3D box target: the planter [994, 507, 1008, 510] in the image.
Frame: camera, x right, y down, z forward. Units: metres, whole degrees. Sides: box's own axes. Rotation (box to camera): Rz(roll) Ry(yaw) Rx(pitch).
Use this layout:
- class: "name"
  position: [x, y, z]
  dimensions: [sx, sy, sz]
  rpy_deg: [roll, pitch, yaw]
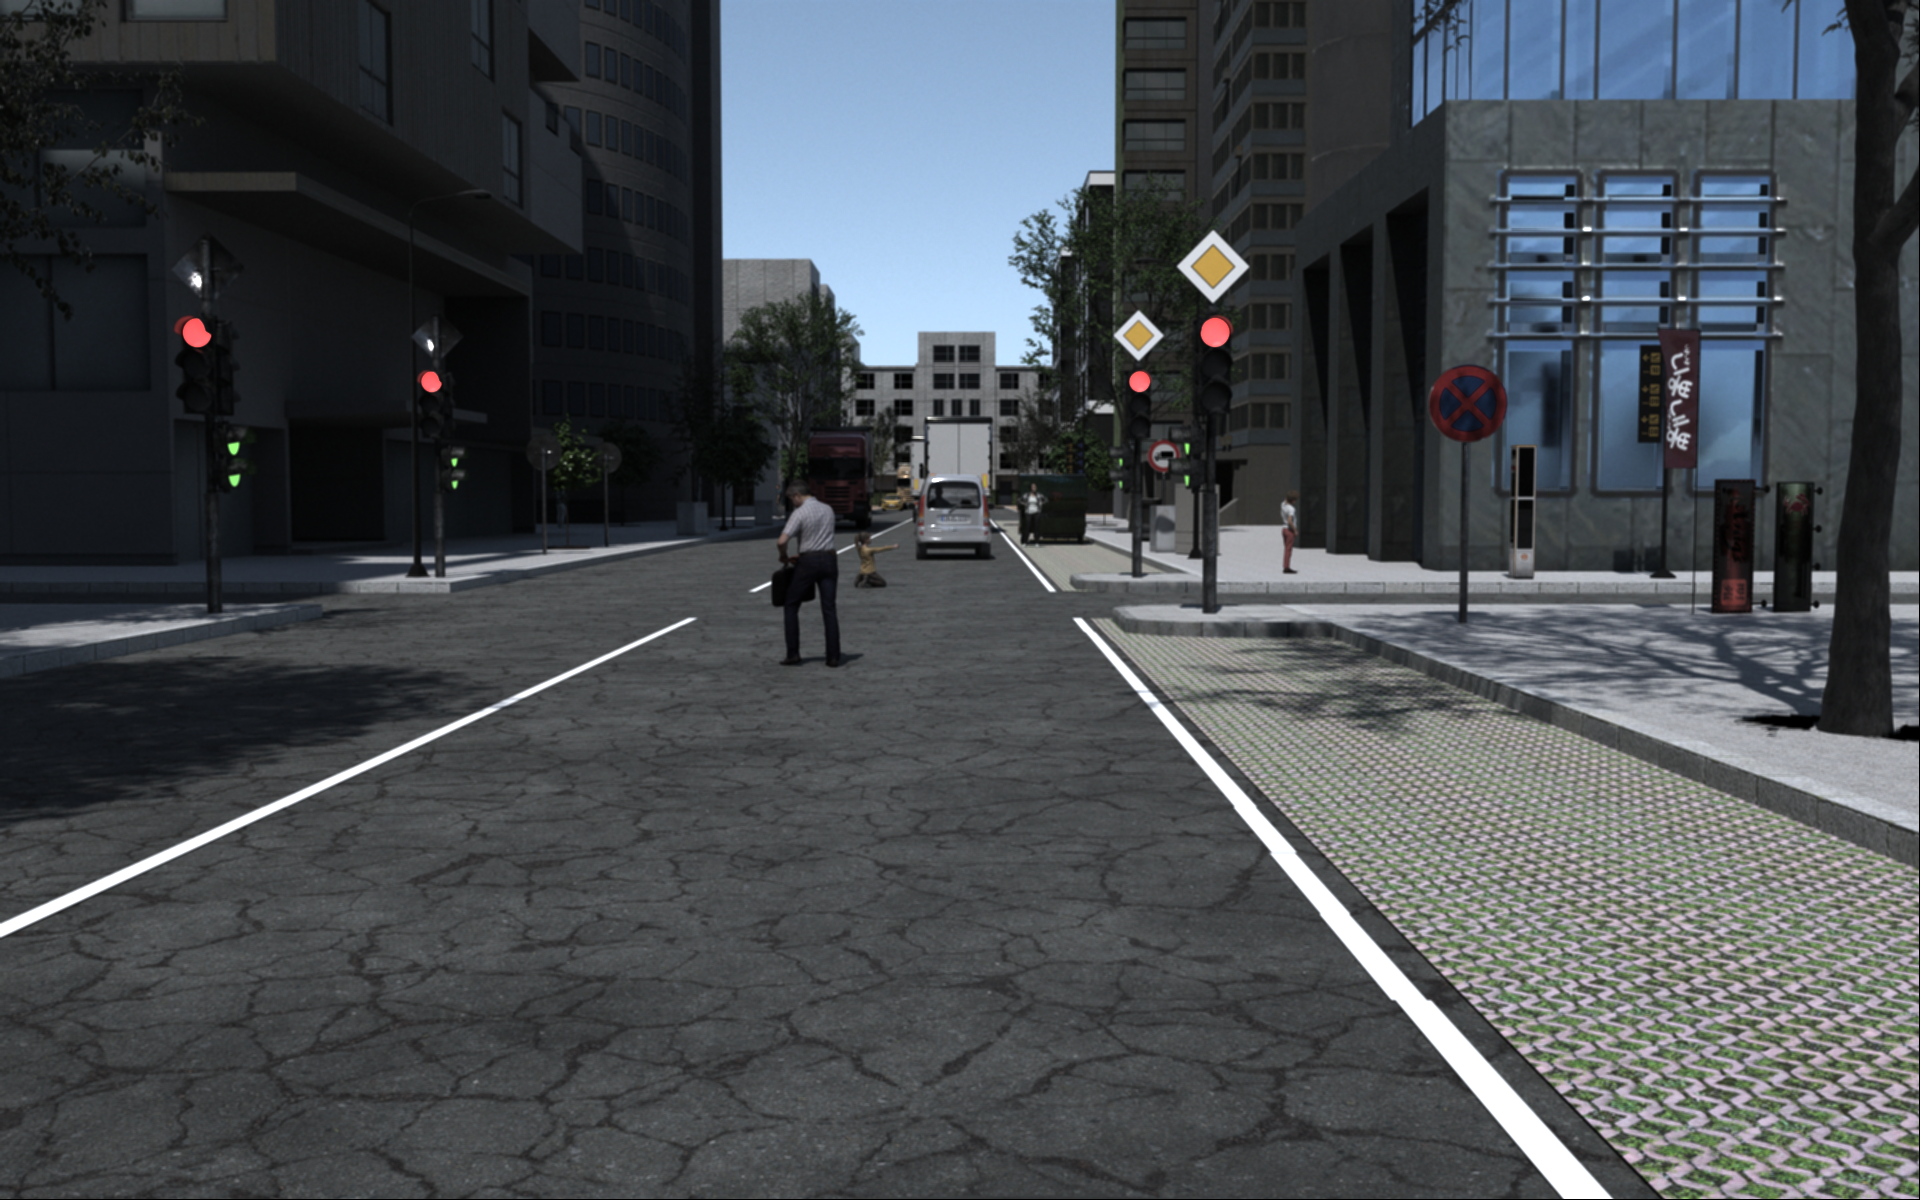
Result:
- class: "planter"
  position: [3.286, -8.210, 155.378]
  dimensions: [1.991, 0.319, 1.994]
  rpy_deg: [0, 4, 0]

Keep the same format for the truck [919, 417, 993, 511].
- class: "truck"
  position: [-0.180, -4.861, 68.385]
  dimensions: [2.839, 4.237, 11.283]
  rpy_deg: [0, 4, -1]

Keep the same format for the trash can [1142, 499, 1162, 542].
- class: "trash can"
  position: [5.163, -2.163, 47.013]
  dimensions: [0.748, 1.137, 0.748]
  rpy_deg: [0, 3, 0]

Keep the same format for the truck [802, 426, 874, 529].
- class: "truck"
  position: [-5.032, -5.200, 73.928]
  dimensions: [2.839, 4.237, 11.283]
  rpy_deg: [0, 4, -1]

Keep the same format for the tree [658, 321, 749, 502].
- class: "tree"
  position: [-11.188, -7.588, 74.426]
  dimensions: [4.360, 8.622, 3.978]
  rpy_deg: [0, 3, 0]

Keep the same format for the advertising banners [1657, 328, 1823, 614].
- class: "advertising banners"
  position: [8.331, -1.367, 18.541]
  dimensions: [2.074, 3.025, 0.090]
  rpy_deg: [-1, 4, -14]

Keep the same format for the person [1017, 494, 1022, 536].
- class: "person"
  position: [2.124, -3.051, 58.507]
  dimensions: [0.434, 1.807, 0.598]
  rpy_deg: [1, 4, 19]

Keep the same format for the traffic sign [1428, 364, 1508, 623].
- class: "traffic sign"
  position: [4.997, -1.041, 17.129]
  dimensions: [0.768, 2.556, 0.104]
  rpy_deg: [0, 4, 5]

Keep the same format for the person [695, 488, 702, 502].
- class: "person"
  position: [-12.075, -4.404, 80.264]
  dimensions: [0.499, 1.552, 0.429]
  rpy_deg: [-3, 5, -42]

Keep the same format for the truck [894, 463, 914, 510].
- class: "truck"
  position: [-4.457, -10.505, 160.670]
  dimensions: [2.839, 4.237, 11.283]
  rpy_deg: [0, 4, 1]

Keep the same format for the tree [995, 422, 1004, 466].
- class: "tree"
  position: [4.944, -10.354, 119.655]
  dimensions: [4.360, 8.622, 3.978]
  rpy_deg: [0, 3, 0]

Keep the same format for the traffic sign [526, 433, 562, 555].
- class: "traffic sign"
  position: [-8.752, -2.222, 36.431]
  dimensions: [0.768, 2.556, 0.104]
  rpy_deg: [0, 4, 5]

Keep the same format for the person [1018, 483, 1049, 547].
- class: "person"
  position: [1.951, -2.272, 46.377]
  dimensions: [0.841, 1.734, 0.376]
  rpy_deg: [0, 4, 7]

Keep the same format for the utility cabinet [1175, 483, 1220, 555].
- class: "utility cabinet"
  position: [4.995, -1.699, 36.454]
  dimensions: [0.318, 1.500, 1.173]
  rpy_deg: [-2, 4, -29]

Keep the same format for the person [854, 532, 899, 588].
- class: "person"
  position: [-1.303, -0.621, 26.583]
  dimensions: [0.695, 0.859, 0.347]
  rpy_deg: [-2, 4, -33]

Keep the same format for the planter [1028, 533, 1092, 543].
- class: "planter"
  position: [2.837, -1.843, 51.279]
  dimensions: [1.991, 0.319, 1.994]
  rpy_deg: [0, 4, 0]

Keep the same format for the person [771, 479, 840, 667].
- class: "person"
  position: [-1.292, -0.226, 14.410]
  dimensions: [0.614, 1.554, 0.590]
  rpy_deg: [-3, 5, -44]

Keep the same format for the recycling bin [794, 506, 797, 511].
- class: "recycling bin"
  position: [-8.579, -4.764, 90.445]
  dimensions: [0.722, 1.027, 0.722]
  rpy_deg: [1, 4, 16]

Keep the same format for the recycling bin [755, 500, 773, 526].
- class: "recycling bin"
  position: [-8.044, -3.573, 70.975]
  dimensions: [0.722, 1.027, 0.722]
  rpy_deg: [0, 4, -5]

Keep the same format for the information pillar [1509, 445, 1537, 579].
- class: "information pillar"
  position: [8.503, -1.326, 26.178]
  dimensions: [0.304, 2.012, 0.304]
  rpy_deg: [0, 4, 2]

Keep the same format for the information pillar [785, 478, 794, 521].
- class: "information pillar"
  position: [-8.015, -4.698, 81.311]
  dimensions: [0.304, 2.012, 0.304]
  rpy_deg: [2, 4, 32]

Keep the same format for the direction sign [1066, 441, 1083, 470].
- class: "direction sign"
  position: [4.883, -4.984, 73.482]
  dimensions: [0.876, 3.537, 0.379]
  rpy_deg: [2, 4, 35]

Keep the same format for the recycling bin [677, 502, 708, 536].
- class: "recycling bin"
  position: [-8.318, -2.523, 53.807]
  dimensions: [0.722, 1.027, 0.722]
  rpy_deg: [2, 4, 24]

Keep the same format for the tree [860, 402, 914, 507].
- class: "tree"
  position: [-7.736, -14.667, 174.213]
  dimensions: [7.601, 10.594, 8.767]
  rpy_deg: [0, 4, 4]

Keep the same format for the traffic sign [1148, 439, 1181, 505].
- class: "traffic sign"
  position: [4.744, -2.461, 40.344]
  dimensions: [0.768, 2.556, 0.104]
  rpy_deg: [0, 4, 2]

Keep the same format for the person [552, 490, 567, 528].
- class: "person"
  position: [-14.985, -3.565, 65.049]
  dimensions: [0.376, 1.734, 0.841]
  rpy_deg: [-3, 4, -37]

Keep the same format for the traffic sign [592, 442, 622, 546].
- class: "traffic sign"
  position: [-8.670, -2.588, 42.421]
  dimensions: [0.768, 2.556, 0.104]
  rpy_deg: [0, 4, 1]

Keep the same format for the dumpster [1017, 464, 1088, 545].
- class: "dumpster"
  position: [2.597, -2.678, 48.738]
  dimensions: [1.985, 2.255, 1.502]
  rpy_deg: [0, 3, 0]

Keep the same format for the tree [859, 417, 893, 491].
- class: "tree"
  position: [-8.326, -12.937, 161.885]
  dimensions: [4.737, 8.622, 4.395]
  rpy_deg: [0, 3, 0]

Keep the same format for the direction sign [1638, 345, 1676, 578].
- class: "direction sign"
  position: [10.762, -2.105, 26.408]
  dimensions: [0.876, 3.537, 0.379]
  rpy_deg: [0, 4, -3]

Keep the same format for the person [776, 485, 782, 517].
- class: "person"
  position: [-10.047, -5.488, 95.901]
  dimensions: [0.434, 1.807, 0.598]
  rpy_deg: [1, 4, 17]

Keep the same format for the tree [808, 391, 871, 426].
- class: "tree"
  position: [-8.043, -10.168, 116.608]
  dimensions: [4.360, 8.622, 3.978]
  rpy_deg: [0, 3, 0]

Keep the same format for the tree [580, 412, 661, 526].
- class: "tree"
  position: [-13.448, -5.224, 69.125]
  dimensions: [4.285, 4.588, 4.351]
  rpy_deg: [0, 3, 0]

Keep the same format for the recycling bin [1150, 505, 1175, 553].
- class: "recycling bin"
  position: [4.617, -1.573, 38.281]
  dimensions: [0.722, 1.027, 0.722]
  rpy_deg: [0, 4, -6]

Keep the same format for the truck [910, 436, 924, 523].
- class: "truck"
  position: [-1.178, -6.165, 89.710]
  dimensions: [2.839, 4.237, 11.283]
  rpy_deg: [0, 3, 0]

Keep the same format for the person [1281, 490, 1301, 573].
- class: "person"
  position: [5.352, -1.108, 28.060]
  dimensions: [0.340, 1.345, 0.435]
  rpy_deg: [-2, 4, -23]
